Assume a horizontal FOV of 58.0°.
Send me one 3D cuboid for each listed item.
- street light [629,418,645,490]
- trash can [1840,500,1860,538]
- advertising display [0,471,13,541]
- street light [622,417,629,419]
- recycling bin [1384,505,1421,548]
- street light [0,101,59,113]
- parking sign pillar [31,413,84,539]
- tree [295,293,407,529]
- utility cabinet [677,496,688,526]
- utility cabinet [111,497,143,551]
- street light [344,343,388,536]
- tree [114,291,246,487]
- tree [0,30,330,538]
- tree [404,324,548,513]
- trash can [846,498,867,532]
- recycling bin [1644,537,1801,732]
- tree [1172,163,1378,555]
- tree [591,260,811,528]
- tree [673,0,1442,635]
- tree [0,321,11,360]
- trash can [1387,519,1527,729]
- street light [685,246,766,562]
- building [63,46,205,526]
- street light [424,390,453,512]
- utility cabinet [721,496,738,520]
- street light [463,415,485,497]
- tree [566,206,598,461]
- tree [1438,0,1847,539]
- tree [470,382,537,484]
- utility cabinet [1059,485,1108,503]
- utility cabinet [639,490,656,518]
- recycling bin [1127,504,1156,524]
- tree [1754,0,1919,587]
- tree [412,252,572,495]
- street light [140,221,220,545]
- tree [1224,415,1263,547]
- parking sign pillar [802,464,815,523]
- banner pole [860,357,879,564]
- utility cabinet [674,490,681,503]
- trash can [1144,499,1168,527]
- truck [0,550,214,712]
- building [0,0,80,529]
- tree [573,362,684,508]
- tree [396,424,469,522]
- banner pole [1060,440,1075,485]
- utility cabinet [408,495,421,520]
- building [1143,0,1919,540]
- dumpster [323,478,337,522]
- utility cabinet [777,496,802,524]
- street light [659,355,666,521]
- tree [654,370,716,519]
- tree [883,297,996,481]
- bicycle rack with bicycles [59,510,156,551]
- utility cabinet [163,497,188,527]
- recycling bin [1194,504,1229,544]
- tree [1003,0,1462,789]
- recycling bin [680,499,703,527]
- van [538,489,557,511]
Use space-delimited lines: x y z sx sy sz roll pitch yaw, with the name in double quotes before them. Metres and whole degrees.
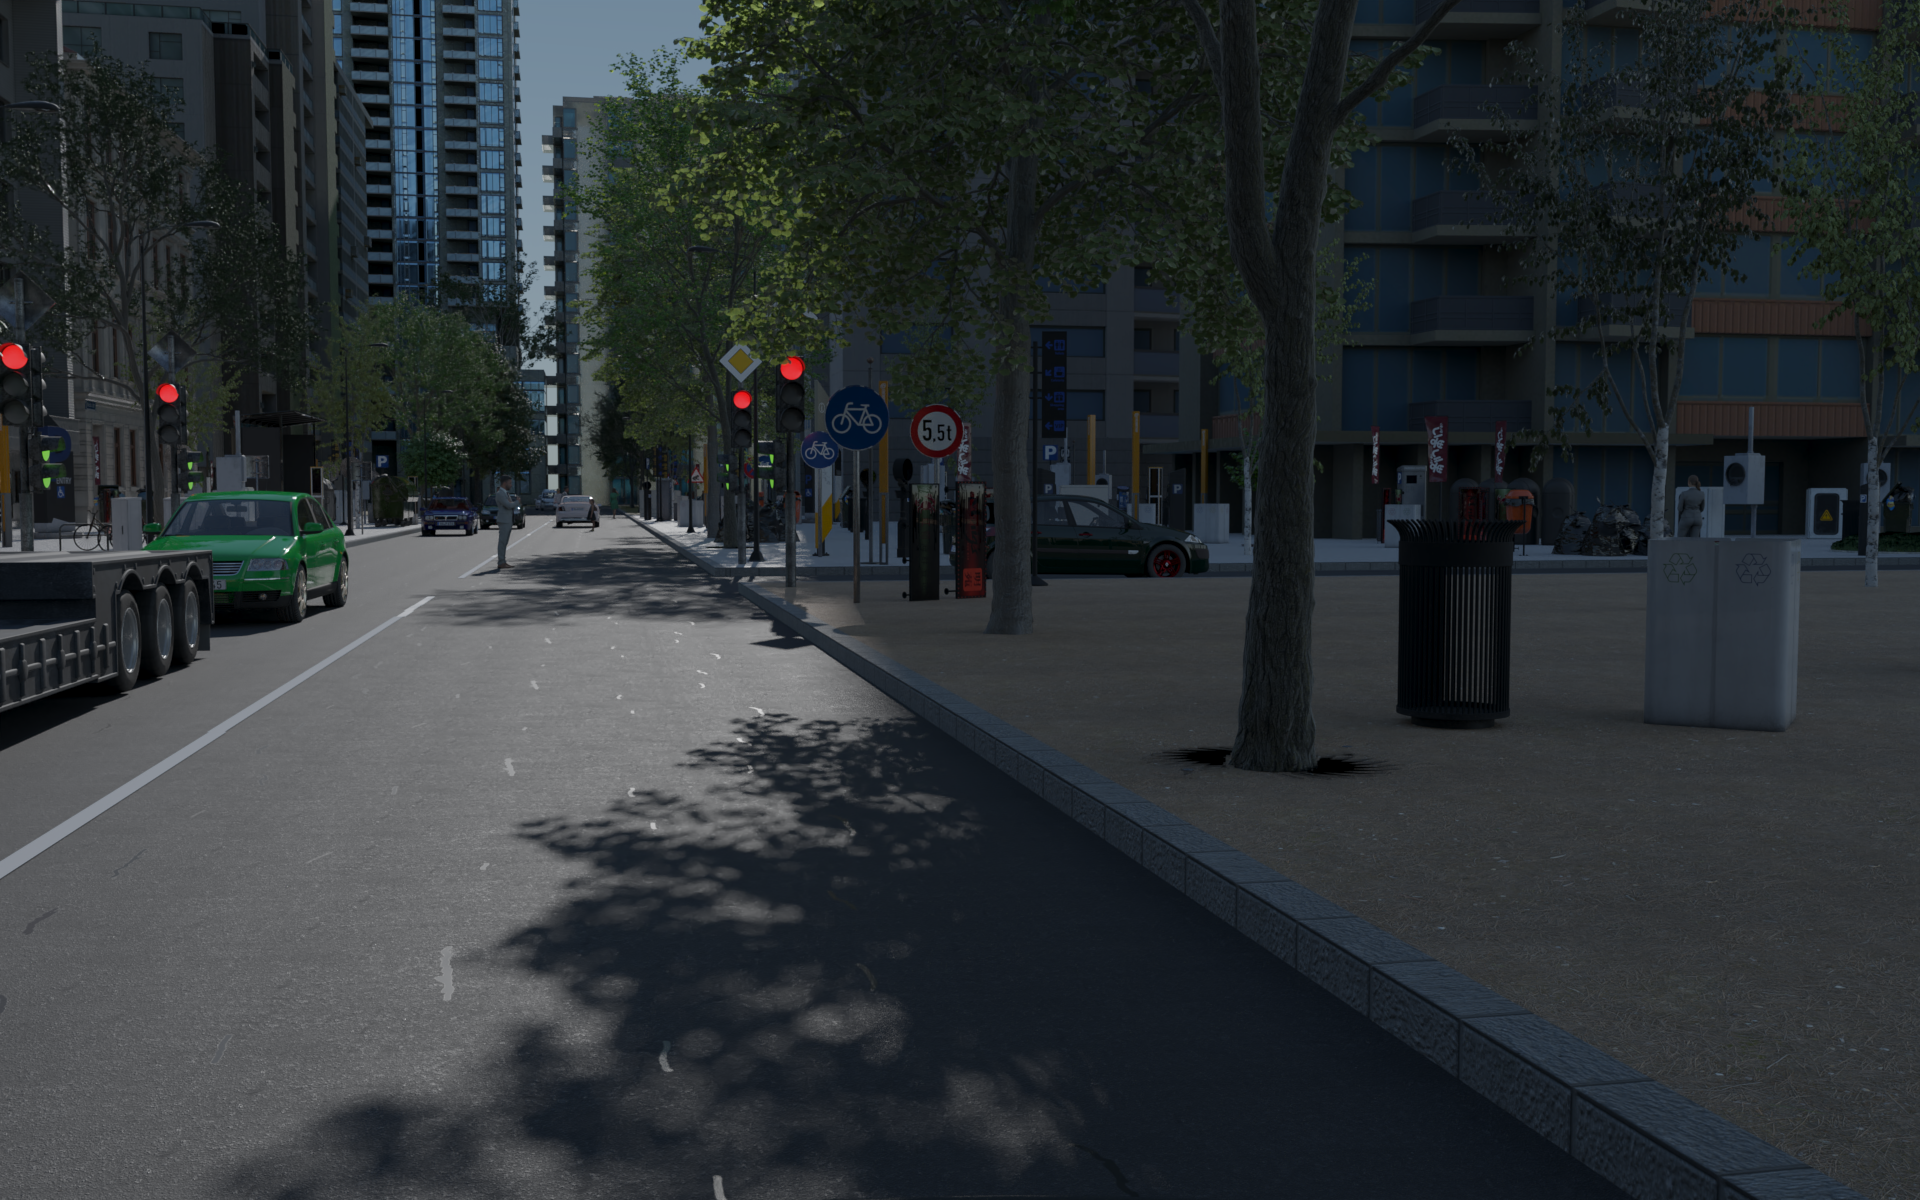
"street light" -14.621 -6.652 81.294 1.470 5.913 1.316 -1 4 -12
"trash can" 21.796 -1.864 42.125 0.748 1.137 0.748 0 3 0
"advertising display" -26.145 -2.543 46.794 0.974 1.923 0.123 -3 4 -37
"street light" -19.747 -8.106 105.079 1.470 5.913 1.316 -1 4 -12
"recycling bin" 10.588 -1.766 41.432 0.722 1.027 0.722 2 4 25
"street light" -11.355 -2.935 20.531 1.470 5.913 1.316 -1 4 -12
"parking sign pillar" -26.124 -3.758 49.909 1.447 3.967 1.447 0 4 6
"tree" -22.268 -6.928 63.636 4.737 8.622 4.395 0 3 0
"utility cabinet" -11.270 -3.627 70.455 0.306 1.237 1.020 -1 4 -19
"utility cabinet" -16.949 -1.472 35.223 0.306 1.237 1.020 -3 5 -42
"street light" -18.285 -4.940 53.317 1.470 5.913 1.316 -1 4 -12
"tree" -28.826 -6.952 64.031 4.737 8.622 4.395 0 3 0
"tree" -16.542 -6.168 35.253 7.601 10.594 8.767 2 4 26
"tree" -32.810 -12.261 117.482 9.611 12.733 9.660 0 3 0
"trash can" -3.625 -3.040 61.360 0.748 1.137 0.748 0 3 0
"recycling bin" 4.301 0.171 9.765 0.722 1.027 0.722 2 4 30
"tree" 6.157 -5.236 35.965 4.737 8.622 4.395 0 3 0
"tree" -9.117 -7.986 64.985 7.601 10.594 8.767 -2 4 -24
"tree" 0.830 -5.977 15.848 7.486 12.596 7.792 0 3 0
"tree" -11.425 -2.067 17.510 4.285 4.588 4.351 0 3 0
"trash can" 2.748 0.124 9.630 0.748 1.137 0.748 0 3 0
"street light" -4.401 -3.678 32.678 1.470 5.913 1.316 -1 4 -12
"building" -41.595 -14.716 76.760 11.583 22.565 21.152 -1 4 -12
"street light" -23.379 -6.423 77.562 1.470 5.913 1.316 -1 4 -12
"utility cabinet" -8.666 -3.295 65.028 0.306 1.237 1.020 1 4 13
"street light" -28.483 -7.878 101.351 1.470 5.913 1.316 -1 4 -12
"tree" -7.577 -8.071 50.088 7.486 12.596 7.792 0 3 0
"tree" 7.691 -4.211 19.213 4.360 8.622 3.978 0 3 0
"tree" -43.173 -14.919 162.059 7.486 12.596 7.792 0 3 0
"utility cabinet" 3.025 -2.065 42.436 1.173 1.500 0.318 0 4 -5
"utility cabinet" -16.617 -5.157 93.002 1.173 1.500 0.318 1 4 22
"recycling bin" 4.740 -2.001 45.266 0.722 1.027 0.722 1 4 8
"tree" 12.670 -4.473 23.494 4.737 8.622 4.395 0 3 0
"tree" -34.667 -16.977 133.464 12.611 20.169 13.585 0 3 0
"street light" -13.284 -3.484 29.507 1.470 5.913 1.316 -1 4 -12
"tree" 7.440 -2.932 42.532 1.663 3.219 1.824 0 3 0
"parking sign pillar" -6.329 -5.370 76.278 1.447 3.967 1.447 2 4 27
"banner pole" -1.650 -2.562 31.900 0.401 3.779 0.863 0 4 -4
"utility cabinet" -16.428 -5.627 100.681 0.318 1.500 1.173 -1 4 -16
"trash can" 5.642 -2.318 49.551 0.748 1.137 0.748 0 3 0
"truck" -5.663 -0.977 5.733 2.967 4.110 18.799 -1 4 -13
"building" -37.734 -14.150 50.411 14.314 24.678 30.058 -1 4 -12
"tree" -30.160 -15.177 158.508 12.009 13.543 11.850 0 3 0
"tree" -24.731 -5.970 81.319 4.285 4.588 4.351 0 3 0
"banner pole" 5.041 -5.525 80.353 0.863 3.779 0.401 0 3 0
"utility cabinet" -31.142 -5.336 98.406 1.020 1.237 0.306 1 4 16
"building" 21.307 -24.748 59.259 28.867 44.769 22.147 -1 4 -12
"dumpster" -21.196 -3.119 56.746 1.264 1.857 1.865 -1 4 -12
"utility cabinet" -7.213 -3.792 73.166 1.020 1.237 0.306 -1 4 -17
"street light" -9.437 -5.167 57.020 1.470 5.913 1.316 -1 4 -12
"tree" -14.584 -8.465 88.762 4.737 8.622 4.395 0 3 0
"tree" -0.844 -6.770 61.055 4.737 8.622 4.395 0 3 0
"bicycle rack with bicycles" -18.772 -1.578 39.187 2.852 0.926 2.925 2 4 32
"utility cabinet" -15.437 -1.447 34.824 1.020 1.237 0.306 0 4 -2
"recycling bin" 6.557 -1.994 45.151 0.722 1.027 0.722 2 4 31
"tree" 1.446 -5.009 7.648 9.928 11.665 9.643 0 3 0
"recycling bin" -10.605 -3.416 68.410 0.722 1.027 0.722 1 4 14
"van" -35.079 -8.644 148.341 2.013 2.044 4.112 -1 4 -13
